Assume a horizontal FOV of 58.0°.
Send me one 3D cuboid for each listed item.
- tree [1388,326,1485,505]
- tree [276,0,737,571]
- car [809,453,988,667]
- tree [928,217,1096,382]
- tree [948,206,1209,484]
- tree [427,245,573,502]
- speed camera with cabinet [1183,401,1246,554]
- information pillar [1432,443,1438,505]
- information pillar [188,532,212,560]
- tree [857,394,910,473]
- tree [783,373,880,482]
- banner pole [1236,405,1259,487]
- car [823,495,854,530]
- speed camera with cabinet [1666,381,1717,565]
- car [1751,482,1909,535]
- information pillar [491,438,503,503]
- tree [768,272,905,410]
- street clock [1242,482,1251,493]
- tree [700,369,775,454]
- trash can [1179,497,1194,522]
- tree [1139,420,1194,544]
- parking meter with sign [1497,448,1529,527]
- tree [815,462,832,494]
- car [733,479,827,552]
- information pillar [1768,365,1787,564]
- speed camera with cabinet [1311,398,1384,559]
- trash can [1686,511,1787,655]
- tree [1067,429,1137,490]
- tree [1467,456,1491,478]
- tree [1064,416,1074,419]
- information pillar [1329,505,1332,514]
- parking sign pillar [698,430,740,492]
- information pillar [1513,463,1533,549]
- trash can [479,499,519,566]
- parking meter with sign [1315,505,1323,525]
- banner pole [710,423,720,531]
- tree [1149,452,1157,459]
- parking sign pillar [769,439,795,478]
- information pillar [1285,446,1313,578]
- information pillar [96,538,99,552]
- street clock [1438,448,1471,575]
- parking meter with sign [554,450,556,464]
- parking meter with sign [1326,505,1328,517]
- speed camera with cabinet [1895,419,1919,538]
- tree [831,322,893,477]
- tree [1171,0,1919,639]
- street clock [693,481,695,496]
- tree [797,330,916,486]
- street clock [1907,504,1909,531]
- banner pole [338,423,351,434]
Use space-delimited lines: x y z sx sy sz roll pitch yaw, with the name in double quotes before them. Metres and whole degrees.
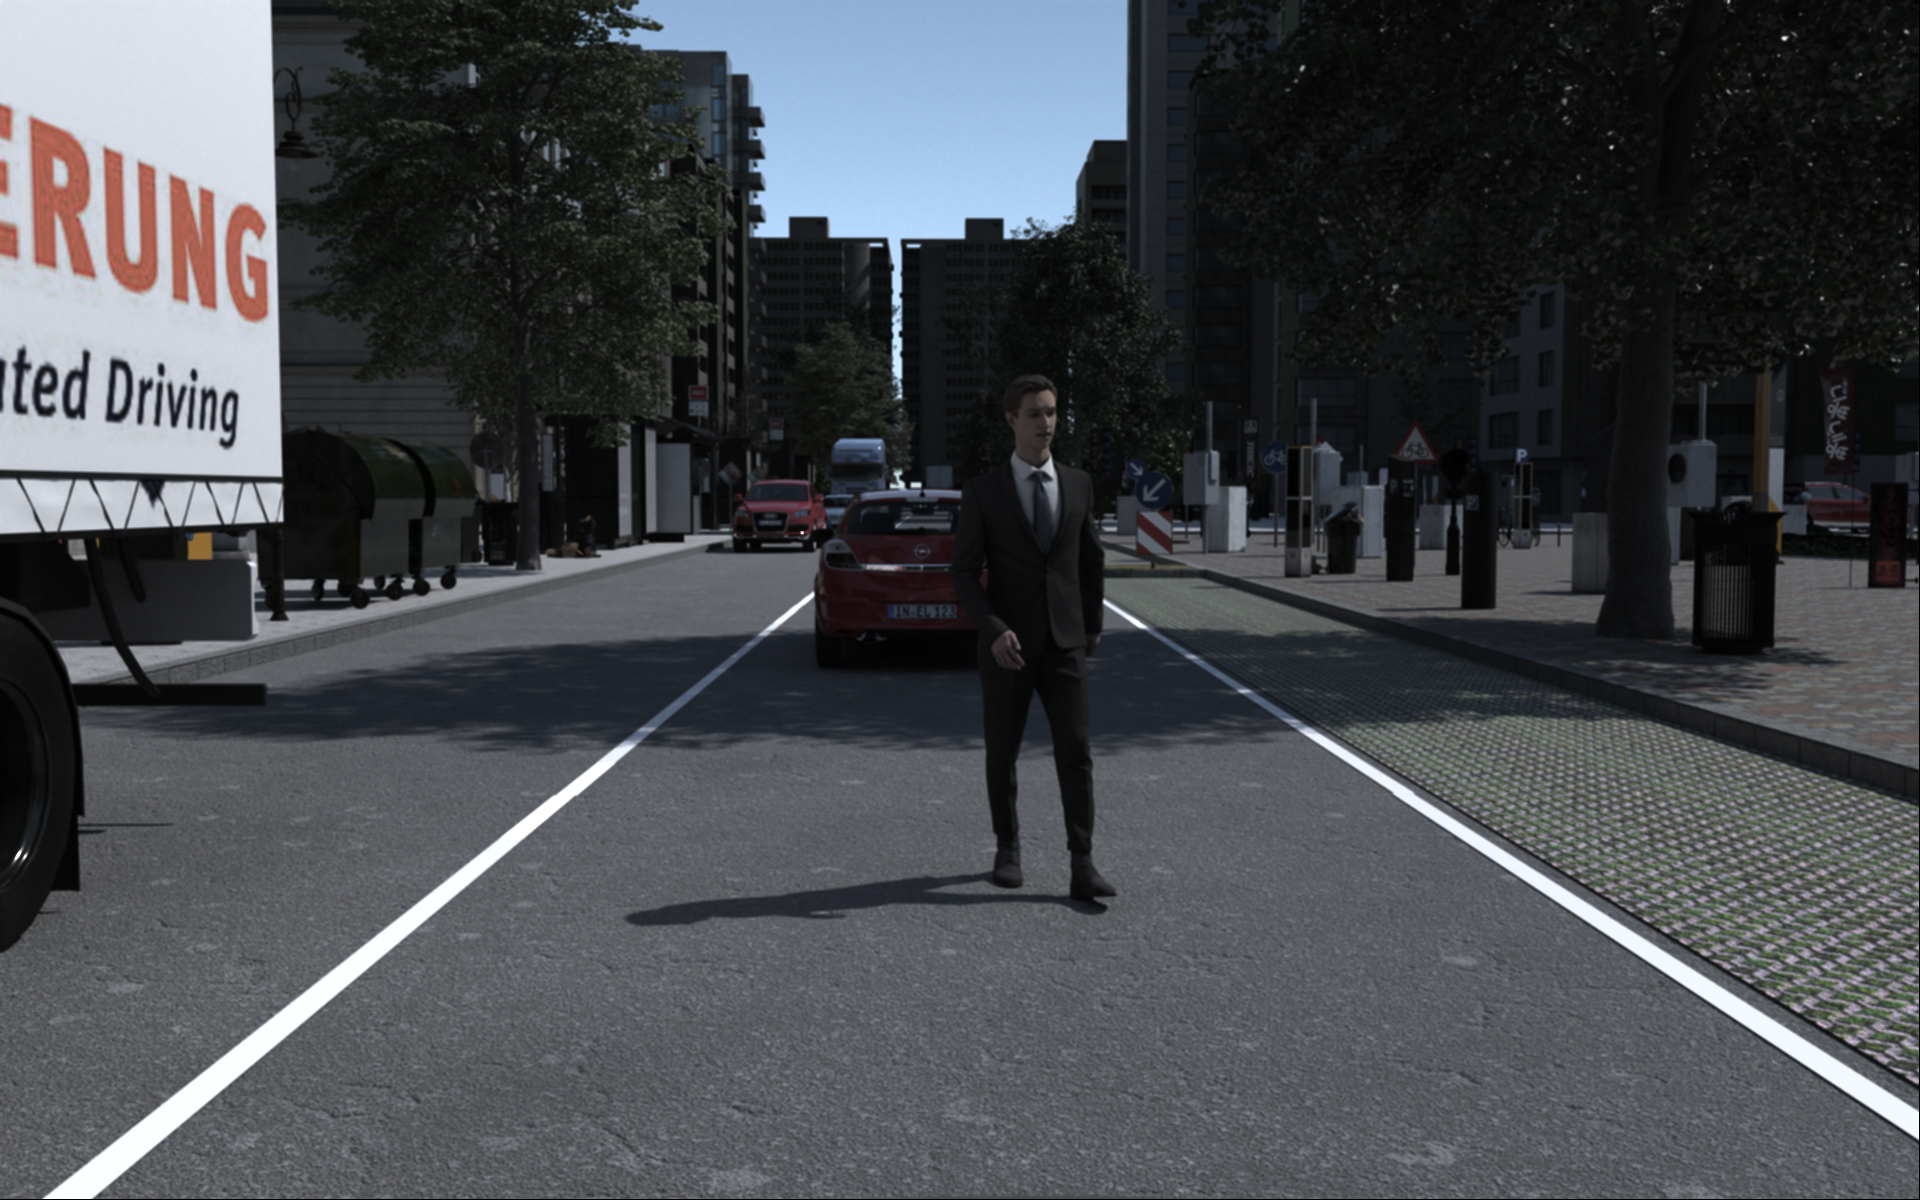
"tree" 20.369 -7.638 75.249 4.360 8.622 3.978 0 3 0
"tree" -7.628 -6.786 29.071 7.486 12.596 7.792 0 3 0
"car" -0.337 -0.416 15.842 2.155 1.783 4.494 0 4 -1
"tree" 4.064 -16.241 121.433 12.611 20.169 13.585 0 3 0
"tree" 4.766 -9.326 69.486 9.611 12.733 9.660 0 3 0
"tree" -13.402 -6.145 50.832 4.360 8.622 3.978 0 3 0
"speed camera with cabinet" 5.555 -2.652 37.695 0.660 3.252 2.038 2 4 34
"information pillar" 21.873 -5.406 79.736 0.183 3.616 0.504 0 4 -6
"information pillar" -7.500 -1.557 16.806 0.183 3.616 0.504 2 4 28
"tree" -10.535 -17.274 192.798 12.009 13.543 11.850 0 3 0
"tree" -9.060 -11.565 123.505 7.601 10.594 8.767 -2 4 -35
"banner pole" 8.057 -3.602 48.906 0.863 3.779 0.401 3 4 37
"car" -4.264 -3.058 61.996 2.014 1.417 4.499 0 4 -2
"speed camera with cabinet" 12.681 -2.241 30.971 0.660 3.252 2.038 -1 4 -8
"car" 28.896 -2.993 57.611 5.304 1.827 2.281 0 4 -2
"information pillar" -18.894 -4.855 70.733 0.504 3.616 0.183 0 4 -5
"tree" -10.875 -18.023 150.565 12.611 20.169 13.585 0 3 0
"street clock" 13.382 -4.666 80.857 0.358 2.002 0.471 -1 4 -18
"tree" -13.058 -9.241 101.456 4.360 8.622 3.978 0 3 0
"trash can" 10.391 -4.135 79.257 0.748 1.137 0.748 0 3 0
"tree" 5.393 -3.101 45.303 1.663 3.219 1.824 0 3 0
"parking meter with sign" 21.238 -4.319 66.873 0.543 3.016 1.738 -1 4 -11
"tree" -8.338 -6.735 104.726 1.663 3.219 1.824 0 3 0
"car" -4.569 -2.182 44.353 2.281 1.827 5.304 0 3 0
"information pillar" 14.805 -2.455 31.501 0.504 3.616 0.183 -2 4 -29
"speed camera with cabinet" 7.774 -2.506 35.304 0.660 3.252 2.038 -2 4 -27
"trash can" 6.244 -0.141 13.967 0.748 1.137 0.748 0 3 0
"tree" 5.490 -5.825 78.949 4.285 4.588 4.351 0 3 0
"tree" 25.722 -5.599 86.148 1.663 3.219 1.824 0 3 0
"tree" 4.653 -9.158 100.093 4.737 8.622 4.395 0 3 0
"information pillar" 14.378 -3.799 66.598 0.304 2.012 0.304 1 4 19
"parking sign pillar" -9.920 -5.156 72.771 1.447 3.967 1.447 -2 4 -35
"information pillar" 13.173 -2.206 40.555 0.304 2.012 0.304 -1 4 -14
"trash can" -8.248 -1.189 31.099 0.748 1.137 0.748 0 3 0
"parking meter with sign" 14.627 -4.678 72.738 0.543 3.016 1.738 -1 4 -11
"banner pole" -8.541 -4.322 60.685 0.401 3.779 0.863 -1 4 -23
"tree" 12.509 -7.818 111.534 4.285 4.588 4.351 0 3 0
"parking sign pillar" -8.806 -5.952 85.793 1.447 3.967 1.447 2 4 34
"information pillar" 5.220 -1.358 26.694 0.304 2.012 0.304 -3 5 -43
"information pillar" -17.218 -2.653 34.730 0.183 3.616 0.504 2 4 24
"street clock" 7.807 -1.395 27.384 0.471 2.002 0.358 0 4 3
"parking meter with sign" -16.623 -4.420 68.520 0.543 3.016 1.738 -3 5 -42
"parking meter with sign" 19.053 -5.795 91.008 0.543 3.016 1.738 0 4 -4
"speed camera with cabinet" 21.928 -2.696 38.413 2.038 3.252 0.660 0 4 5
"tree" -8.238 -11.951 113.532 7.486 12.596 7.792 0 3 0
"tree" 6.231 -6.644 15.279 9.857 13.997 8.962 0 3 0
"street clock" -14.711 -5.576 95.733 0.358 2.002 0.471 -1 4 -17
"tree" -8.985 -14.032 136.072 9.857 13.997 8.962 0 3 0
"street clock" 33.161 -3.425 60.567 0.471 2.002 0.358 -1 4 -15
"banner pole" -21.628 -4.336 60.910 0.401 3.779 0.863 1 4 14
